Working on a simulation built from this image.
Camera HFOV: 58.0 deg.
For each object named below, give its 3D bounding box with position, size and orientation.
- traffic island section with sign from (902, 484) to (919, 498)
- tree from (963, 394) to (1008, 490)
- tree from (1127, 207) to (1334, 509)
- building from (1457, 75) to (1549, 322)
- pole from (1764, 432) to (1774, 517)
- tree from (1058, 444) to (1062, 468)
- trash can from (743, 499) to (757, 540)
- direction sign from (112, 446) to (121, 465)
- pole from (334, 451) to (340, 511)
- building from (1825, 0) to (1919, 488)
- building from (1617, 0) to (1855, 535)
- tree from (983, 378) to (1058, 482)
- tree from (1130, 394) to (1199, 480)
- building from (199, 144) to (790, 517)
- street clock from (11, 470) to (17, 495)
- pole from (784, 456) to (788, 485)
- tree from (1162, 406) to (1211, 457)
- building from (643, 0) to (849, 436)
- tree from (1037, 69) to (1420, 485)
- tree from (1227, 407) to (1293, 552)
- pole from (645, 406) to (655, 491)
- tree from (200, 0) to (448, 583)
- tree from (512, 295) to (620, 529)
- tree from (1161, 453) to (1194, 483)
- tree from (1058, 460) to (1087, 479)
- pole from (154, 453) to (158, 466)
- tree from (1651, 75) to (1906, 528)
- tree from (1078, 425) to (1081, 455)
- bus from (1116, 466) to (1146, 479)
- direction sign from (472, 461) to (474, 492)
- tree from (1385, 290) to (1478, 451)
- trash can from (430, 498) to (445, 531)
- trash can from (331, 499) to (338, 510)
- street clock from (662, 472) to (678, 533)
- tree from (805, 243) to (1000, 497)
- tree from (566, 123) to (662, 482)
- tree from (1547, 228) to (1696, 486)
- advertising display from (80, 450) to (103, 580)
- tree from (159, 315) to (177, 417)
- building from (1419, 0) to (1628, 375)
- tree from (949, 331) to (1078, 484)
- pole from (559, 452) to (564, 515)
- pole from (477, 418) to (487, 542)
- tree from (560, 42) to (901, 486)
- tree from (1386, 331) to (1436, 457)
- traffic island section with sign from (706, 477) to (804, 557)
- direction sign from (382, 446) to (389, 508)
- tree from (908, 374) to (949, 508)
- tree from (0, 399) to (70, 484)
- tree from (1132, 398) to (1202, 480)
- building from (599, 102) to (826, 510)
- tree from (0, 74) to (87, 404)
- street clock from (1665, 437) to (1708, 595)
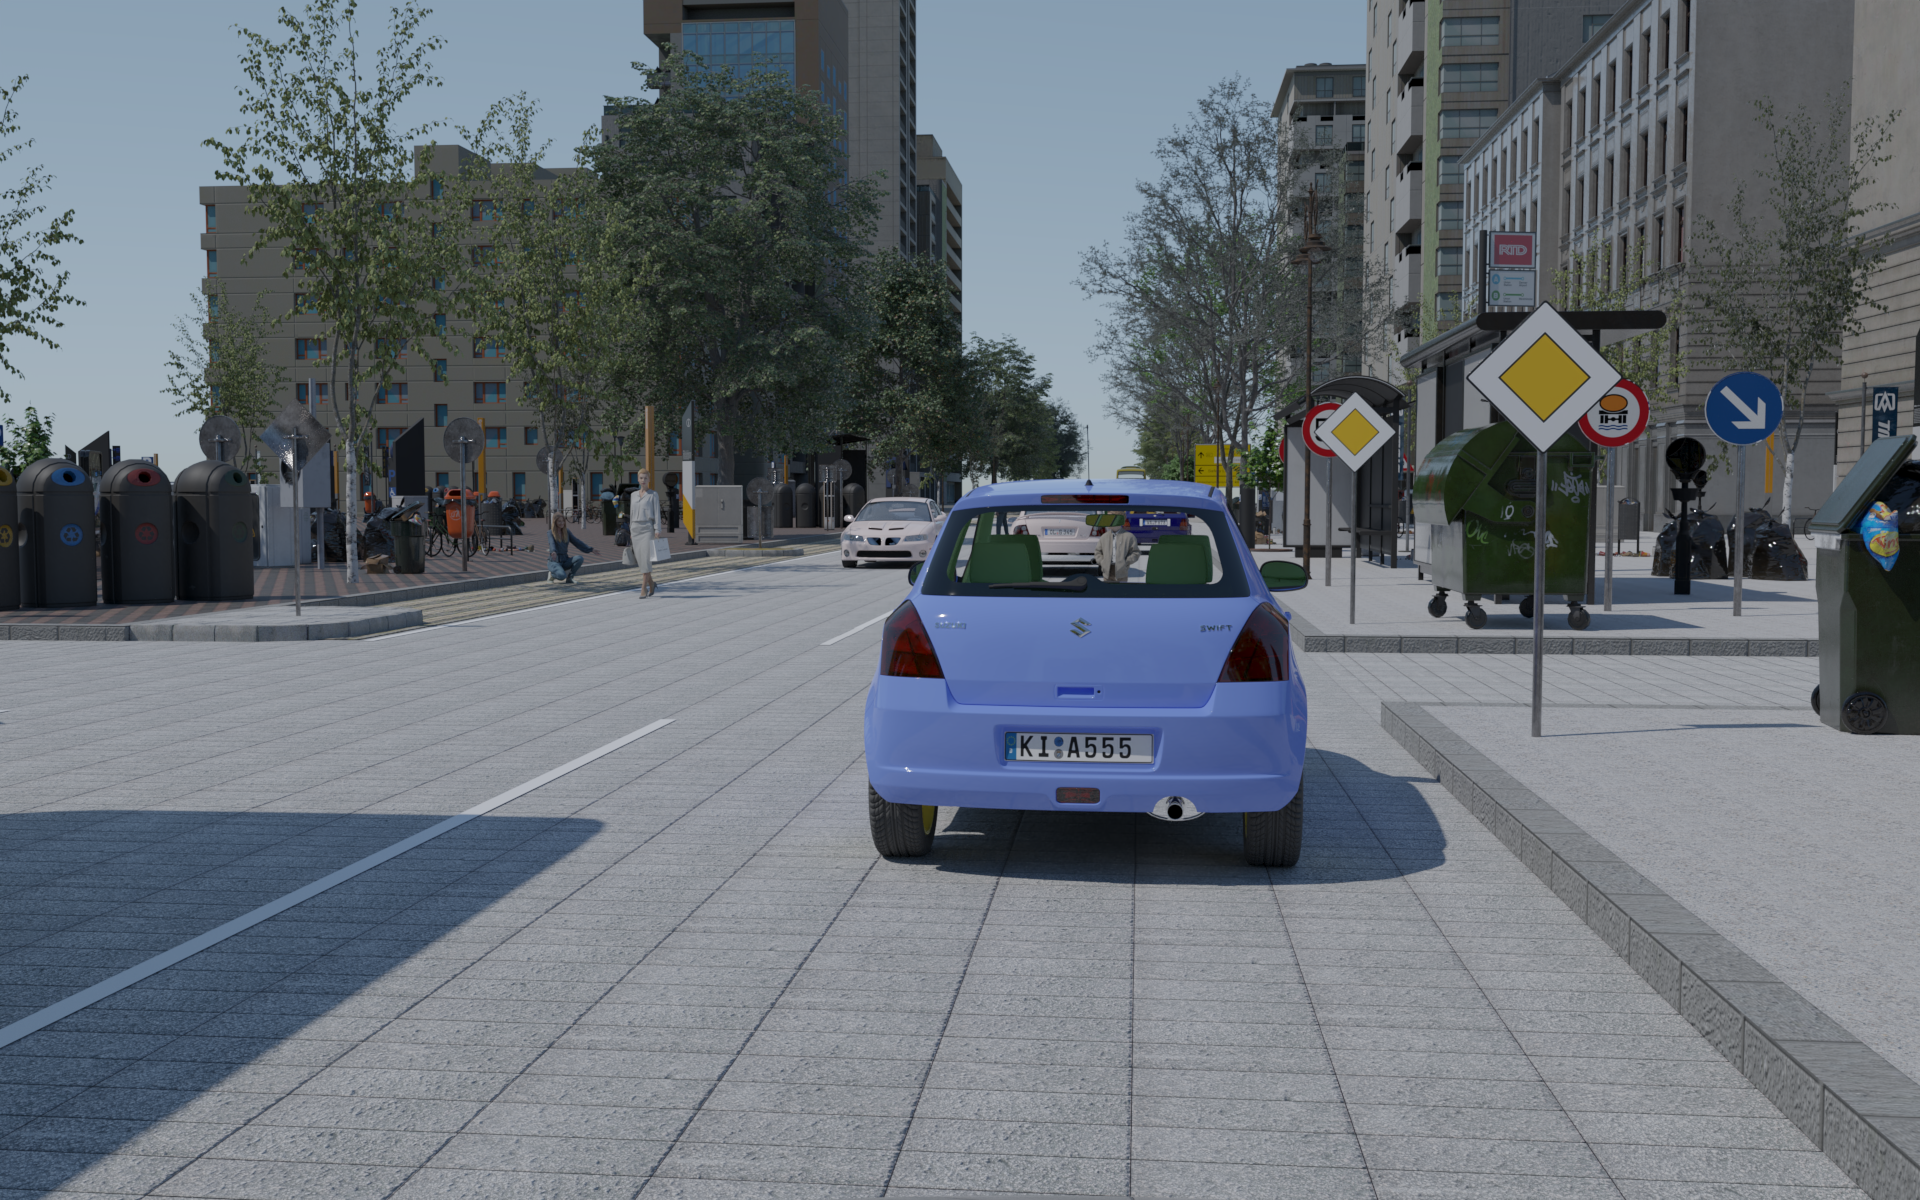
[{"bbox_3d":[-1.904,-3.572,67.026,1.989,1.847,2.006,0,4,6],"label":"traffic island section with sign"},{"bbox_3d":[1.151,-10.479,121.701,4.360,8.622,3.978,0,3,0],"label":"tree"},{"bbox_3d":[9.916,-8.466,64.167,9.928,11.665,9.643,0,3,0],"label":"tree"},{"bbox_3d":[29.746,-14.173,80.881,9.793,20.994,18.267,0,4,6],"label":"building"},{"bbox_3d":[18.710,-2.826,40.054,0.158,3.312,0.155,0,3,0],"label":"pole"},{"bbox_3d":[6.869,-16.295,184.548,7.486,12.596,7.792,0,3,0],"label":"tree"},{"bbox_3d":[-5.979,-2.245,48.353,0.748,1.137,0.748,0,3,0],"label":"trash can"},{"bbox_3d":[-39.586,-5.430,80.773,0.876,3.537,0.379,-1,4,-13],"label":"direction sign"},{"bbox_3d":[-29.721,-5.429,82.609,0.158,3.312,0.155,0,3,0],"label":"pole"},{"bbox_3d":[37.826,-13.134,33.821,34.723,24.649,14.460,0,4,6],"label":"building"},{"bbox_3d":[28.445,-13.060,62.685,9.793,20.994,18.267,0,4,6],"label":"building"},{"bbox_3d":[5.183,-15.236,167.234,7.486,12.596,7.792,0,3,0],"label":"tree"},{"bbox_3d":[21.195,-15.917,178.377,7.486,12.596,7.792,0,3,0],"label":"tree"},{"bbox_3d":[-27.407,-16.234,110.462,27.650,21.520,28.899,0,4,6],"label":"building"},{"bbox_3d":[-23.612,-2.388,43.616,0.358,2.002,0.471,3,5,42],"label":"street clock"},{"bbox_3d":[-9.213,-5.998,91.916,0.158,3.312,0.155,0,3,0],"label":"pole"},{"bbox_3d":[18.809,-11.862,144.313,4.737,8.622,4.395,0,3,0],"label":"tree"},{"bbox_3d":[-17.324,-30.313,145.724,14.600,45.320,14.200,0,4,6],"label":"building"},{"bbox_3d":[8.340,-8.616,51.239,12.009,13.543,11.850,0,3,0],"label":"tree"},{"bbox_3d":[6.930,-2.703,38.795,1.663,3.219,1.824,0,3,0],"label":"tree"},{"bbox_3d":[-7.204,-2.840,40.284,0.158,3.312,0.155,0,3,0],"label":"pole"},{"bbox_3d":[-8.573,-4.558,24.890,4.737,8.622,4.395,0,3,0],"label":"tree"},{"bbox_3d":[-14.045,-6.907,63.289,4.360,8.622,3.978,0,3,0],"label":"tree"},{"bbox_3d":[15.887,-8.441,121.719,4.285,4.588,4.351,0,3,0],"label":"tree"},{"bbox_3d":[14.712,-19.447,252.366,8.767,10.594,7.601,-2,4,-29],"label":"tree"},{"bbox_3d":[-40.331,-5.695,86.960,0.158,3.312,0.155,0,3,0],"label":"pole"},{"bbox_3d":[14.935,-4.951,31.307,4.360,8.622,3.978,0,3,0],"label":"tree"},{"bbox_3d":[12.138,-19.952,232.876,9.857,13.997,8.962,0,3,0],"label":"tree"},{"bbox_3d":[14.924,-9.767,151.243,2.896,3.916,12.252,0,4,5],"label":"bus"},{"bbox_3d":[-23.266,-5.553,82.790,0.379,3.537,0.876,-1,4,-13],"label":"direction sign"},{"bbox_3d":[17.261,-6.811,61.721,4.737,8.622,4.395,0,3,0],"label":"tree"},{"bbox_3d":[-17.151,-2.797,57.388,0.748,1.137,0.748,0,3,0],"label":"trash can"},{"bbox_3d":[-20.371,-2.696,55.741,0.748,1.137,0.748,0,3,0],"label":"trash can"},{"bbox_3d":[-9.591,-3.229,57.365,0.471,2.002,0.358,-2,4,-34],"label":"street clock"},{"bbox_3d":[-2.702,-9.917,79.155,9.611,12.733,9.660,0,3,0],"label":"tree"},{"bbox_3d":[-7.517,-4.989,31.934,4.737,8.622,4.395,0,3,0],"label":"tree"},{"bbox_3d":[18.278,-6.025,48.874,4.737,8.622,4.395,0,3,0],"label":"tree"},{"bbox_3d":[-12.956,-1.264,25.884,0.123,1.923,0.974,-1,4,-16],"label":"advertising display"},{"bbox_3d":[-24.339,-6.585,58.028,4.737,8.622,4.395,0,3,0],"label":"tree"},{"bbox_3d":[34.473,-25.630,102.642,14.154,41.232,14.086,0,4,6],"label":"building"},{"bbox_3d":[2.810,-14.028,136.017,9.857,13.997,8.962,0,3,0],"label":"tree"},{"bbox_3d":[-19.136,-5.458,83.086,0.158,3.312,0.155,0,3,0],"label":"pole"},{"bbox_3d":[-12.798,-3.214,46.392,0.158,3.312,0.155,0,3,0],"label":"pole"},{"bbox_3d":[-6.703,-8.775,50.120,9.857,13.997,8.962,0,3,0],"label":"tree"},{"bbox_3d":[21.078,-7.753,77.126,4.360,8.622,3.978,0,3,0],"label":"tree"},{"bbox_3d":[-4.697,-1.932,40.216,1.989,1.847,2.006,0,4,6],"label":"traffic island section with sign"},{"bbox_3d":[-27.299,-5.528,82.388,0.379,3.537,0.876,0,4,0],"label":"direction sign"},{"bbox_3d":[-1.479,-9.265,101.839,4.737,8.622,4.395,0,3,0],"label":"tree"},{"bbox_3d":[-18.529,-2.459,34.804,1.663,3.219,1.824,0,3,0],"label":"tree"},{"bbox_3d":[23.931,-16.928,193.781,9.611,12.733,9.660,0,3,0],"label":"tree"},{"bbox_3d":[-18.313,-22.001,131.425,14.160,30.474,14.107,0,4,6],"label":"building"},{"bbox_3d":[-16.811,-4.785,28.592,4.737,8.622,4.395,0,3,0],"label":"tree"},{"bbox_3d":[9.237,-1.072,22.090,0.471,2.002,0.358,2,4,25],"label":"street clock"}]
